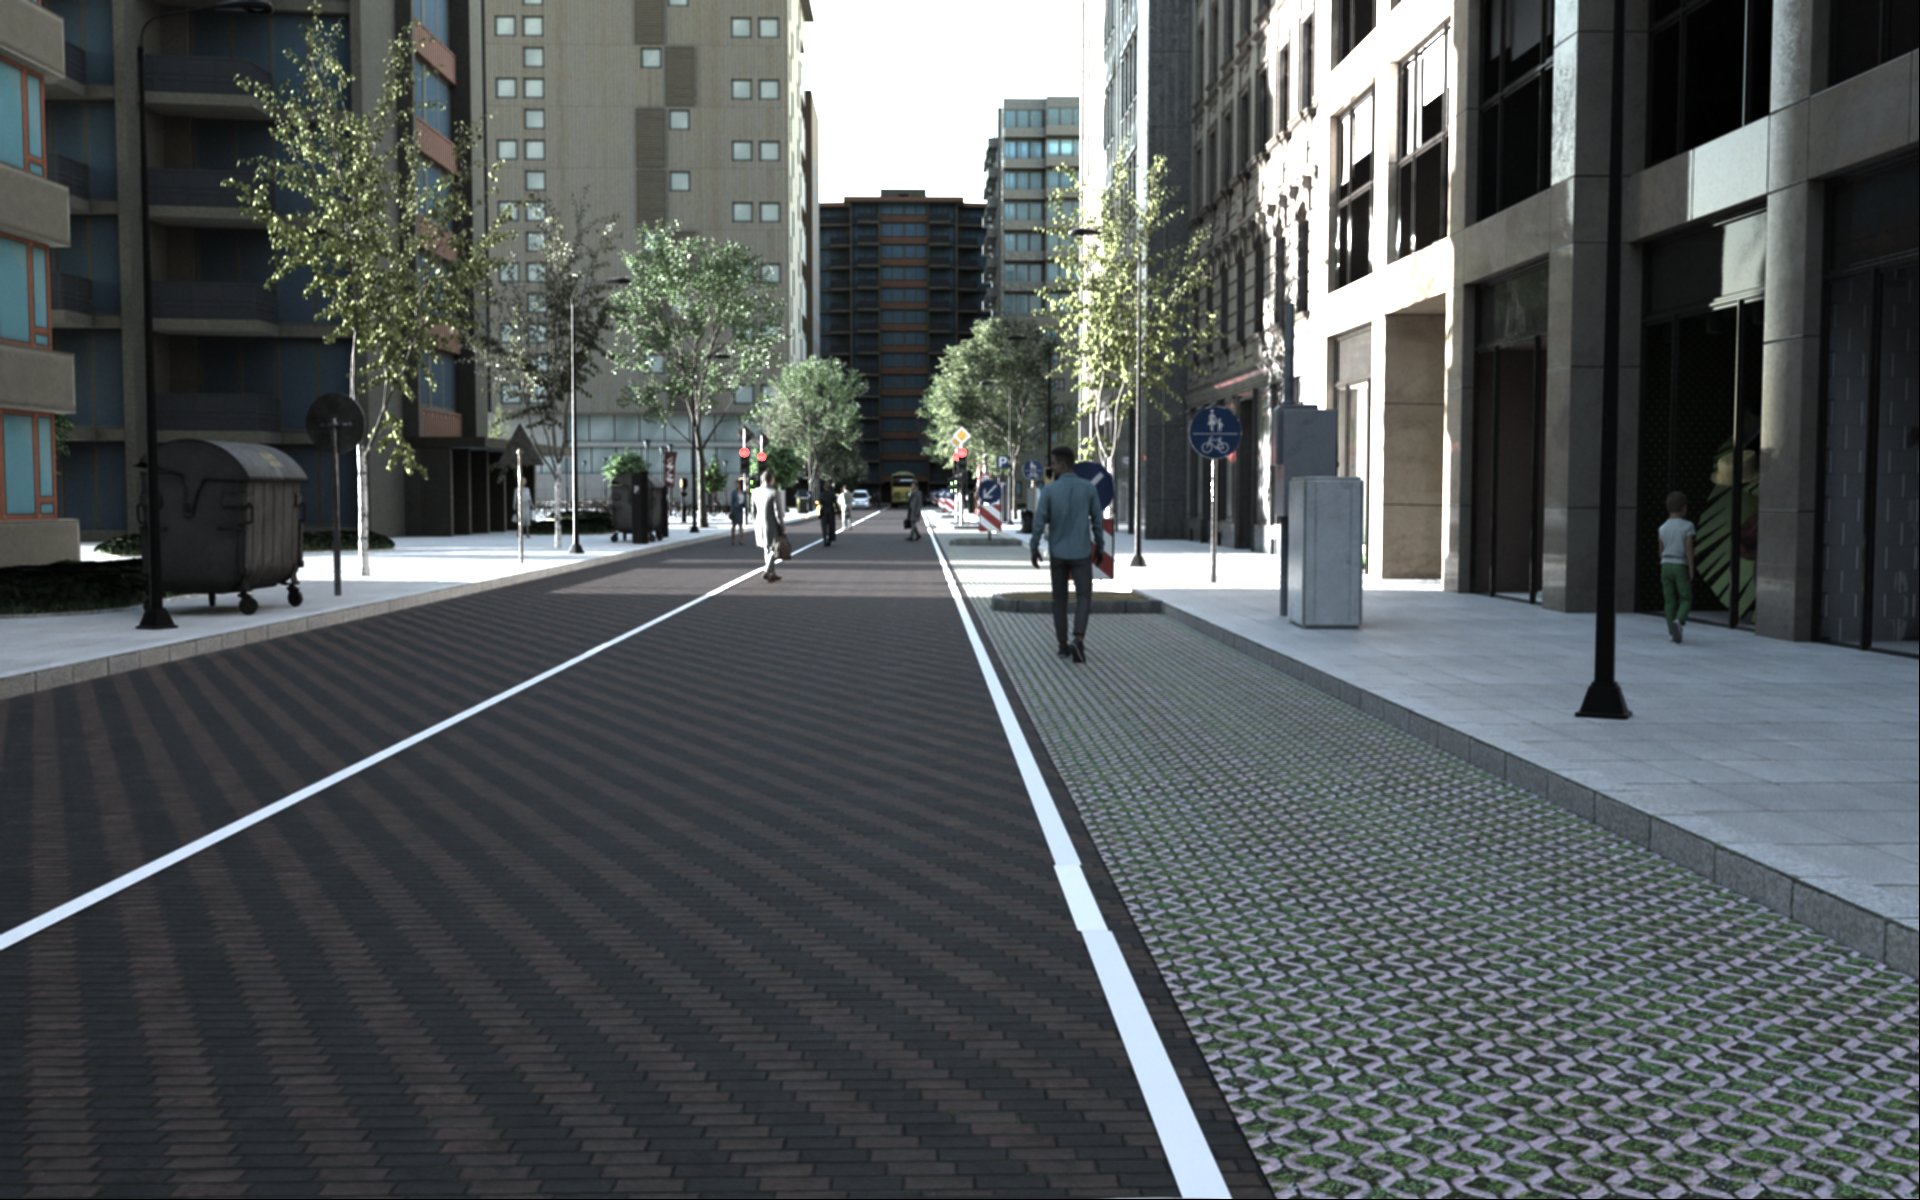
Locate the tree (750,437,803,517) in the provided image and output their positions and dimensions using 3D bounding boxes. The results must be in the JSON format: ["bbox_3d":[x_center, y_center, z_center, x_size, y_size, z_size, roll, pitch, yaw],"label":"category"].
[{"bbox_3d":[-10.606,-7.038,98.783,4.285,4.588,4.351,0,3,0],"label":"tree"}]

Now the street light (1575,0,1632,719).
[{"bbox_3d":[3.189,-2.282,9.848,1.470,5.913,1.316,0,4,-1],"label":"street light"}]

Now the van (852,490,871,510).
[{"bbox_3d":[-9.200,-9.345,159.800,2.013,2.044,4.112,0,4,-2],"label":"van"}]

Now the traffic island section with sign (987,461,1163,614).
[{"bbox_3d":[1.404,-0.791,21.563,1.989,1.847,2.006,0,4,-1],"label":"traffic island section with sign"}]

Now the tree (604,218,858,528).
[{"bbox_3d":[-9.973,-8.578,66.012,9.928,11.665,9.643,0,3,0],"label":"tree"}]

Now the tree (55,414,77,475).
[{"bbox_3d":[-23.251,-3.567,42.032,4.285,4.588,4.351,0,3,0],"label":"tree"}]

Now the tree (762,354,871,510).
[{"bbox_3d":[-11.848,-13.797,142.596,9.611,12.733,9.660,0,3,0],"label":"tree"}]

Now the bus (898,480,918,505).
[{"bbox_3d":[-6.856,-14.017,224.039,2.948,3.499,13.247,0,4,-3],"label":"bus"}]

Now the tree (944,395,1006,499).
[{"bbox_3d":[1.836,-10.410,120.560,4.360,8.622,3.978,0,3,0],"label":"tree"}]

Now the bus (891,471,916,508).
[{"bbox_3d":[-6.119,-11.969,187.243,2.896,3.916,12.252,0,4,-2],"label":"bus"}]

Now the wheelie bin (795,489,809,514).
[{"bbox_3d":[-10.378,-6.460,113.524,0.980,1.594,0.693,-2,4,-30],"label":"wheelie bin"}]

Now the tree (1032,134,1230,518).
[{"bbox_3d":[3.331,-5.275,36.611,4.737,8.622,4.395,0,3,0],"label":"tree"}]

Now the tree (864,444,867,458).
[{"bbox_3d":[-14.378,-17.218,231.869,4.360,8.622,3.978,0,3,0],"label":"tree"}]

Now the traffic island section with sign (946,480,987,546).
[{"bbox_3d":[0.698,-2.439,48.509,1.989,1.847,2.006,0,4,-1],"label":"traffic island section with sign"}]

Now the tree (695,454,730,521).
[{"bbox_3d":[-11.776,-5.436,83.474,1.663,3.219,1.824,0,3,0],"label":"tree"}]

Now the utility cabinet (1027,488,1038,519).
[{"bbox_3d":[2.450,-3.079,59.024,0.318,1.500,1.173,0,4,7],"label":"utility cabinet"}]

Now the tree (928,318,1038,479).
[{"bbox_3d":[1.500,-11.836,111.652,7.486,12.596,7.792,0,3,0],"label":"tree"}]

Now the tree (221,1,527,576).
[{"bbox_3d":[-9.109,-4.685,26.958,4.737,8.622,4.395,0,3,0],"label":"tree"}]

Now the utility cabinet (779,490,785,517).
[{"bbox_3d":[-9.961,-5.170,93.204,1.173,1.500,0.318,-3,5,-40],"label":"utility cabinet"}]

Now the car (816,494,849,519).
[{"bbox_3d":[-7.417,-5.588,101.587,2.015,1.641,3.980,0,4,-1],"label":"car"}]

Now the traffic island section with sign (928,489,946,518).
[{"bbox_3d":[-0.759,-5.868,104.562,1.989,1.847,2.006,0,4,-1],"label":"traffic island section with sign"}]

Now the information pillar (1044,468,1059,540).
[{"bbox_3d":[2.547,-2.662,48.015,0.304,2.012,0.304,2,4,35],"label":"information pillar"}]

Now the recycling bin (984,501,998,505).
[{"bbox_3d":[1.760,-4.833,91.579,0.722,1.027,0.722,-2,4,-27],"label":"recycling bin"}]

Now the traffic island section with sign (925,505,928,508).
[{"bbox_3d":[-1.473,-7.535,131.821,1.989,1.847,2.006,0,4,-1],"label":"traffic island section with sign"}]

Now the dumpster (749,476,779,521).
[{"bbox_3d":[-9.625,-5.021,84.587,1.502,2.255,1.985,0,4,-2],"label":"dumpster"}]

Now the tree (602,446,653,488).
[{"bbox_3d":[-22.477,-8.147,116.920,4.285,4.588,4.351,0,3,0],"label":"tree"}]

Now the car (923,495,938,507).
[{"bbox_3d":[-3.188,-10.791,189.017,1.945,1.354,3.894,0,4,-3],"label":"car"}]

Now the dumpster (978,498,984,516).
[{"bbox_3d":[1.627,-5.511,95.860,1.264,1.857,1.865,0,4,-1],"label":"dumpster"}]

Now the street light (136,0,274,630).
[{"bbox_3d":[-7.143,-2.683,16.401,1.470,5.913,1.316,0,4,-1],"label":"street light"}]

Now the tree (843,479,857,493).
[{"bbox_3d":[-12.985,-13.027,207.588,1.663,3.219,1.824,0,3,0],"label":"tree"}]

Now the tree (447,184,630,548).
[{"bbox_3d":[-9.753,-5.555,41.195,4.360,8.622,3.978,0,3,0],"label":"tree"}]

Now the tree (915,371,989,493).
[{"bbox_3d":[0.106,-13.423,145.214,9.928,11.665,9.643,0,3,0],"label":"tree"}]

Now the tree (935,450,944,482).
[{"bbox_3d":[-0.885,-15.208,199.012,4.360,8.622,3.978,0,3,0],"label":"tree"}]

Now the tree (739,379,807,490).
[{"bbox_3d":[-11.634,-9.751,109.791,4.360,8.622,3.978,0,3,0],"label":"tree"}]

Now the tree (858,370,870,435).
[{"bbox_3d":[-10.781,-12.309,127.015,9.928,11.665,9.643,0,3,0],"label":"tree"}]

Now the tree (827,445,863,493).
[{"bbox_3d":[-13.328,-15.027,196.057,4.360,8.622,3.978,0,3,0],"label":"tree"}]

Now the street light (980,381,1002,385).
[{"bbox_3d":[1.524,-6.048,71.418,1.470,5.913,1.316,0,4,-1],"label":"street light"}]

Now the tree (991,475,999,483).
[{"bbox_3d":[2.584,-9.708,153.327,1.663,3.219,1.824,0,3,0],"label":"tree"}]

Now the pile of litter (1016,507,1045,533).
[{"bbox_3d":[2.425,-2.623,56.856,1.176,0.858,1.719,0,4,4],"label":"pile of litter"}]

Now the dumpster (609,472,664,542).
[{"bbox_3d":[-8.742,-2.511,46.813,1.264,1.857,1.865,0,4,-2],"label":"dumpster"}]

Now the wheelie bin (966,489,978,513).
[{"bbox_3d":[0.870,-6.585,115.579,0.980,1.594,0.693,0,4,7],"label":"wheelie bin"}]

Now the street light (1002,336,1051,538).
[{"bbox_3d":[2.084,-4.794,50.928,1.470,5.913,1.316,0,4,-1],"label":"street light"}]

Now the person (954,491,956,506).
[{"bbox_3d":[-0.610,-10.804,183.225,0.750,1.759,0.617,0,4,-4],"label":"person"}]

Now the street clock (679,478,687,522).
[{"bbox_3d":[-12.527,-4.520,78.477,0.358,2.002,0.471,-2,4,-28],"label":"street clock"}]

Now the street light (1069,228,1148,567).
[{"bbox_3d":[2.604,-3.541,30.437,1.470,5.913,1.316,0,4,-1],"label":"street light"}]

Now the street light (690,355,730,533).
[{"bbox_3d":[-8.342,-5.215,57.799,1.470,5.913,1.316,0,4,-1],"label":"street light"}]

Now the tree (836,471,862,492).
[{"bbox_3d":[-13.614,-14.030,213.110,4.285,4.588,4.351,0,3,0],"label":"tree"}]

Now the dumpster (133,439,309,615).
[{"bbox_3d":[-8.083,-0.811,19.019,1.264,1.857,1.865,0,4,-1],"label":"dumpster"}]

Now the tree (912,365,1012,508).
[{"bbox_3d":[0.566,-15.365,161.592,12.009,13.543,11.850,0,3,0],"label":"tree"}]

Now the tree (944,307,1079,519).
[{"bbox_3d":[2.529,-9.339,87.112,8.767,10.594,7.601,3,5,43],"label":"tree"}]

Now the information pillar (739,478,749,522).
[{"bbox_3d":[-10.023,-4.641,80.369,0.304,2.012,0.304,2,4,31],"label":"information pillar"}]

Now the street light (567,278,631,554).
[{"bbox_3d":[-7.764,-3.961,37.309,1.470,5.913,1.316,0,4,-1],"label":"street light"}]
